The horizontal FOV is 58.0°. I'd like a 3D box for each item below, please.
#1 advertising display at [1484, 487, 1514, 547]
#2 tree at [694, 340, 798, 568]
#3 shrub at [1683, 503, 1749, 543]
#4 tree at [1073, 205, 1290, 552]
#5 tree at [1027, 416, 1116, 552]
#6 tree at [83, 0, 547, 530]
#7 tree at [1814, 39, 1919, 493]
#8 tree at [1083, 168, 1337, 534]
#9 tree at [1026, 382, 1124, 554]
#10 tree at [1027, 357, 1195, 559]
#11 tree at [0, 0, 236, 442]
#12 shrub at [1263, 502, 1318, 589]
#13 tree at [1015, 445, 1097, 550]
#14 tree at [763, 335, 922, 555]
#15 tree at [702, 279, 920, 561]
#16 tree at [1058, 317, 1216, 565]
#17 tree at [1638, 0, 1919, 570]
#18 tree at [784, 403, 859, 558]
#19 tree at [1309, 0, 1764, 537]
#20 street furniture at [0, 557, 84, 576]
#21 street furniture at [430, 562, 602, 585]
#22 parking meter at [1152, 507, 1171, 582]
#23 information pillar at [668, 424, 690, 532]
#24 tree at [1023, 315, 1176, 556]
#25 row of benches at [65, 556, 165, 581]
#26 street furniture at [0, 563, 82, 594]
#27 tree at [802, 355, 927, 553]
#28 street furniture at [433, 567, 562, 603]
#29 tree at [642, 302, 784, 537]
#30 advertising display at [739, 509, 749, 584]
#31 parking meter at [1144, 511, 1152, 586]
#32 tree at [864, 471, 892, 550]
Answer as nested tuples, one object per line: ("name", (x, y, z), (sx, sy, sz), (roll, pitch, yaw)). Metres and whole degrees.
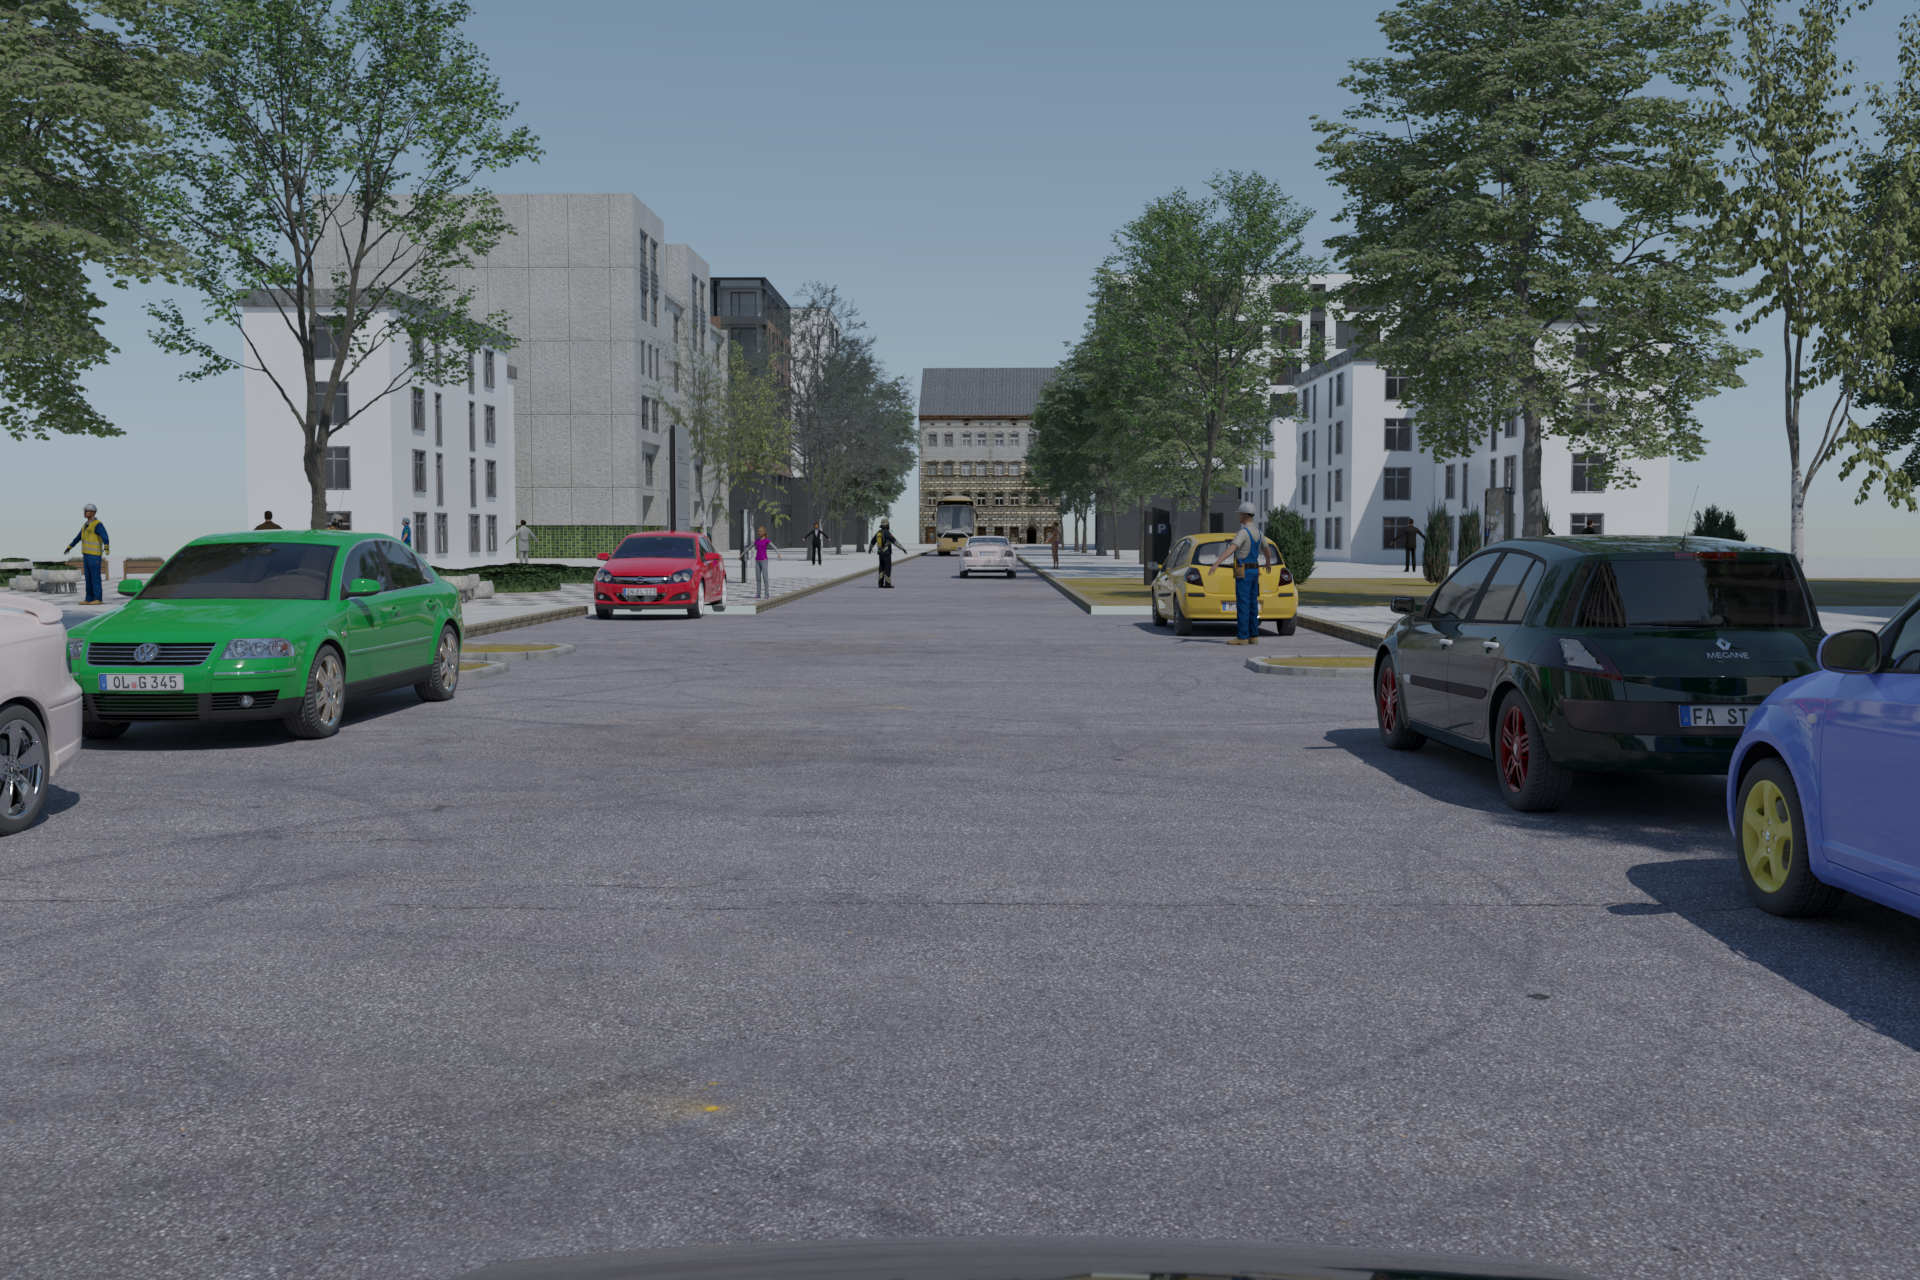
("advertising display", (7.465, -1.151, 24.035), (0.123, 1.923, 0.974), (0, 4, 1))
("tree", (-7.893, -7.025, 65.223), (4.737, 8.622, 4.395), (0, 3, 0))
("shrub", (17.902, -2.246, 41.135), (1.690, 2.028, 1.600), (0, 3, 0))
("tree", (7.593, -8.689, 60.189), (7.486, 12.596, 7.792), (0, 3, 0))
("tree", (8.518, -12.171, 124.749), (9.928, 11.665, 9.643), (0, 3, 0))
("tree", (-10.973, -6.343, 29.457), (9.928, 11.665, 9.643), (0, 3, 0))
("tree", (24.279, -8.119, 39.407), (9.857, 13.997, 8.962), (0, 3, 0))
("tree", (7.124, -7.567, 49.475), (9.928, 11.665, 9.643), (0, 3, 0))
("tree", (8.078, -11.460, 113.122), (9.928, 11.665, 9.643), (0, 3, 0))
("tree", (7.882, -9.364, 87.515), (8.767, 10.594, 7.601), (-1, 4, -14))
("tree", (-11.922, -6.175, 19.086), (7.486, 12.596, 7.792), (0, 3, 0))
("shrub", (7.451, -2.175, 39.976), (1.690, 2.028, 1.600), (0, 3, 0))
("tree", (7.785, -12.321, 135.854), (7.601, 10.594, 8.767), (0, 4, 4))
("tree", (-7.467, -12.008, 106.700), (12.009, 13.543, 11.850), (0, 3, 0))
("tree", (-7.054, -10.538, 82.668), (12.009, 13.543, 11.850), (0, 3, 0))
("tree", (7.393, -8.438, 72.378), (7.601, 10.594, 8.767), (-3, 5, -42))
("tree", (9.754, -4.229, 19.509), (4.737, 8.622, 4.395), (0, 3, 0))
("tree", (-7.458, -8.727, 93.052), (4.360, 8.622, 3.978), (0, 3, 0))
("tree", (9.519, -6.835, 29.876), (7.486, 12.596, 7.792), (0, 3, 0))
("street furniture", (-29.141, -2.177, 51.227), (5.734, 0.657, 10.072), (-1, 4, -13))
("street furniture", (-11.681, -1.941, 47.368), (10.072, 0.657, 5.734), (2, 4, 32))
("parking meter", (4.339, -1.932, 37.302), (0.399, 1.863, 0.255), (0, 4, -1))
("information pillar", (-6.146, -2.853, 37.963), (0.184, 3.620, 1.656), (0, 4, 1))
("tree", (8.192, -11.876, 100.833), (9.857, 13.997, 8.962), (0, 3, 0))
("row of benches", (-22.903, -2.017, 48.438), (4.104, 0.672, 1.422), (-2, 4, -25))
("street furniture", (-23.291, -1.455, 39.410), (5.734, 0.657, 10.072), (-2, 4, -35))
("tree", (-6.902, -13.041, 119.877), (9.857, 13.997, 8.962), (0, 3, 0))
("street furniture", (-11.616, -1.252, 36.091), (5.734, 0.657, 10.072), (0, 4, -1))
("tree", (-8.487, -6.451, 55.832), (4.360, 8.622, 3.978), (0, 3, 0))
("advertising display", (-5.642, -2.451, 45.295), (0.123, 1.923, 0.974), (0, 4, 0))
("parking meter", (4.789, -2.290, 43.148), (0.399, 1.863, 0.255), (0, 4, -1))
("tree", (-6.992, -11.196, 133.418), (4.360, 8.622, 3.978), (0, 3, 0))
